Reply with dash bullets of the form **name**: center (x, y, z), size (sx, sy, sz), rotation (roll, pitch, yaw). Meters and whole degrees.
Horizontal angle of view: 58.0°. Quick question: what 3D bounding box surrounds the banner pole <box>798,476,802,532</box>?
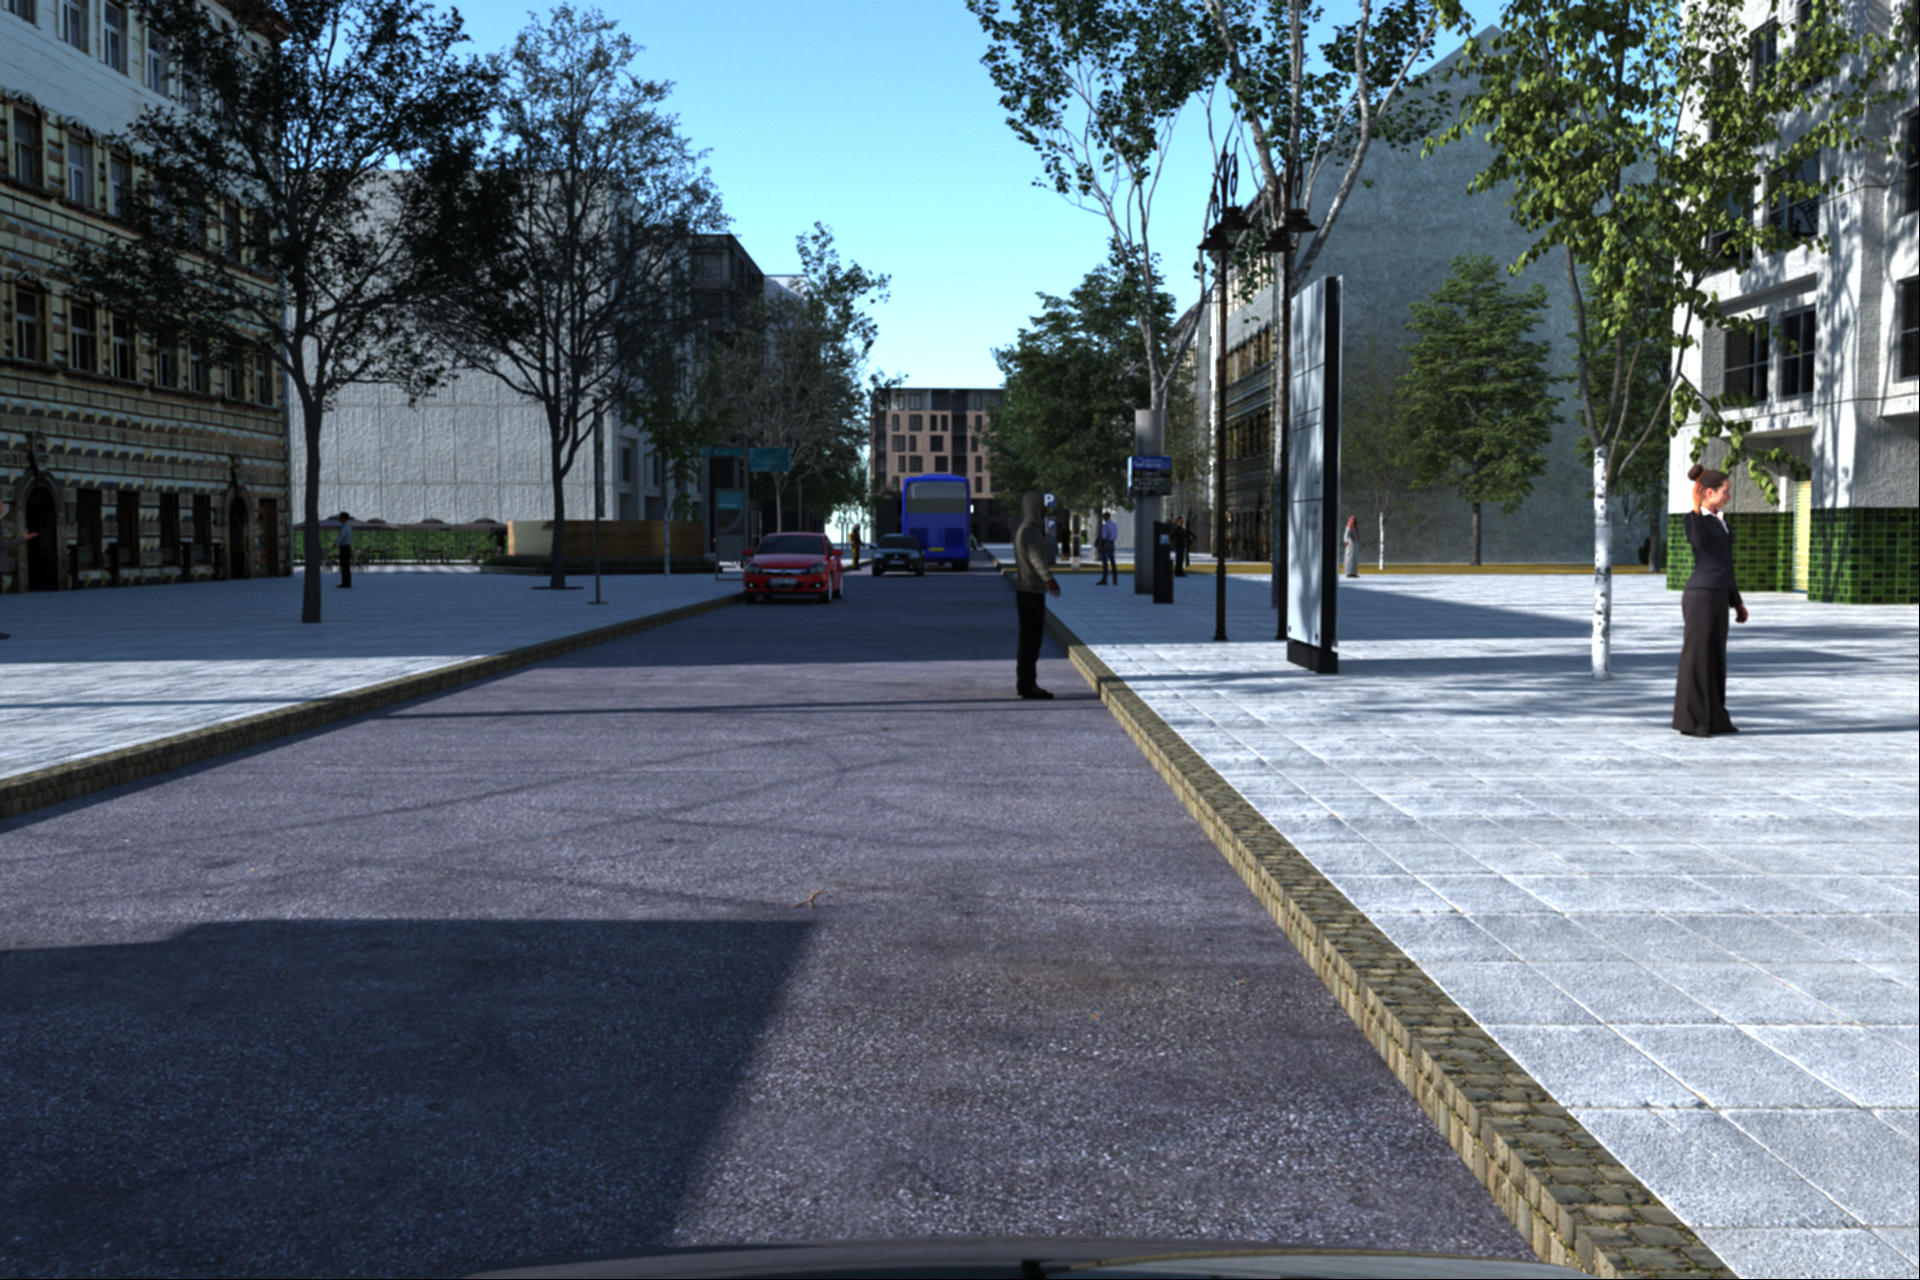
- **banner pole**: center (-6.878, -5.183, 74.752), size (0.401, 3.779, 0.863), rotation (0, 3, 0)

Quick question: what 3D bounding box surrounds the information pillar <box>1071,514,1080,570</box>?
- **information pillar**: center (4.173, -3.538, 62.341), size (0.304, 2.012, 0.304), rotation (0, 4, 0)

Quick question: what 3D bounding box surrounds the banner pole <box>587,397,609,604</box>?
- **banner pole**: center (-6.665, -2.570, 32.040), size (0.401, 3.779, 0.863), rotation (0, 4, 1)

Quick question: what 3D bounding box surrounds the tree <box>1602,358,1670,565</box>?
- **tree**: center (27.859, -7.479, 72.637), size (4.360, 8.622, 3.978), rotation (0, 3, 0)

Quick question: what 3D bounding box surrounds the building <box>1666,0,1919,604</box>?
- **building**: center (24.543, -9.612, 23.621), size (16.747, 18.905, 31.486), rotation (0, 4, 0)

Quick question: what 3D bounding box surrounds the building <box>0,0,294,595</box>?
- **building**: center (-29.425, -12.951, 42.685), size (19.493, 23.208, 18.063), rotation (0, 4, 0)

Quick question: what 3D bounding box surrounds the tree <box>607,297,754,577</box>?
- **tree**: center (-8.612, -6.219, 52.039), size (4.737, 8.622, 4.395), rotation (0, 3, 0)

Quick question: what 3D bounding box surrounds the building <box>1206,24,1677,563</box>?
- **building**: center (22.943, -15.495, 84.278), size (19.493, 23.208, 18.063), rotation (0, 3, 0)

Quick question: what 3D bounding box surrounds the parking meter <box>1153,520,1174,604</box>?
- **parking meter**: center (3.768, -1.447, 32.075), size (0.372, 1.533, 0.369), rotation (0, 3, 0)

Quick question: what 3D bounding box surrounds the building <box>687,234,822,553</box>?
- **building**: center (-25.942, -17.772, 134.545), size (27.936, 21.610, 32.646), rotation (0, 4, 0)

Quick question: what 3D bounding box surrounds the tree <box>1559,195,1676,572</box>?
- **tree**: center (23.788, -8.572, 58.279), size (7.486, 12.596, 7.792), rotation (0, 3, 0)

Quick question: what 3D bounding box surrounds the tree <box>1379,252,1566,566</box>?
- **tree**: center (20.962, -9.335, 70.751), size (7.486, 12.596, 7.792), rotation (0, 3, 0)

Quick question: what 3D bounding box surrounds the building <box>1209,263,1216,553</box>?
- **building**: center (21.587, -15.673, 112.667), size (16.016, 20.090, 11.380), rotation (0, 4, 1)

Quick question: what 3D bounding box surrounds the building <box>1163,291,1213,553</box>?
- **building**: center (25.126, -17.968, 124.711), size (19.493, 23.208, 18.063), rotation (0, 4, 0)

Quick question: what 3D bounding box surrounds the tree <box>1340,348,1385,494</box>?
- **tree**: center (14.020, -7.175, 67.673), size (4.360, 8.622, 3.978), rotation (0, 3, 0)

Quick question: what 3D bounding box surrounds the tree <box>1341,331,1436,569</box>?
- **tree**: center (15.399, -6.871, 62.710), size (4.360, 8.622, 3.978), rotation (0, 3, 0)

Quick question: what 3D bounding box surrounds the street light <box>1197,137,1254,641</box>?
- **street light**: center (3.146, -2.932, 20.733), size (0.468, 5.910, 1.993), rotation (0, 4, 0)

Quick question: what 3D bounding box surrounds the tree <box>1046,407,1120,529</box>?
- **tree**: center (5.870, -8.468, 88.818), size (4.360, 8.622, 3.978), rotation (0, 3, 0)

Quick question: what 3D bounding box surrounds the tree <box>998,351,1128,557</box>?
- **tree**: center (6.004, -10.521, 97.774), size (9.928, 11.665, 9.643), rotation (0, 3, 0)

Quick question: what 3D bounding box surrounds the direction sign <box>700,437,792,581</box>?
- **direction sign**: center (-5.887, -3.640, 48.273), size (2.525, 3.948, 1.411), rotation (0, 4, 0)

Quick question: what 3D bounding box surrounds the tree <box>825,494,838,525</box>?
- **tree**: center (-20.105, -20.061, 246.118), size (7.486, 12.596, 7.792), rotation (0, 3, 0)

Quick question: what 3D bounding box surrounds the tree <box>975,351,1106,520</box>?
- **tree**: center (6.172, -13.079, 120.504), size (9.857, 13.997, 8.962), rotation (0, 3, 0)

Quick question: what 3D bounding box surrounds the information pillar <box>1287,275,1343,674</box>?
- **information pillar**: center (3.385, -1.545, 16.584), size (0.184, 3.620, 1.656), rotation (0, 4, 0)

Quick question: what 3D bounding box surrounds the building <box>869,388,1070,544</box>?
- **building**: center (3.594, -24.776, 251.517), size (32.646, 21.610, 27.936), rotation (0, 4, -5)

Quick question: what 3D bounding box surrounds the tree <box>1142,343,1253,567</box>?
- **tree**: center (8.611, -7.134, 66.997), size (4.360, 8.622, 3.978), rotation (0, 3, 0)

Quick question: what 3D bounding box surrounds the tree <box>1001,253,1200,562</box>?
- **tree**: center (6.304, -10.598, 79.939), size (9.857, 13.997, 8.962), rotation (0, 3, 0)

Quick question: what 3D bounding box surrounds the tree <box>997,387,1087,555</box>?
- **tree**: center (5.904, -11.211, 109.062), size (9.928, 11.665, 9.643), rotation (0, 3, 0)

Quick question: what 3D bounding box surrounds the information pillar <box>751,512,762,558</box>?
- **information pillar**: center (-6.639, -3.181, 56.502), size (0.304, 2.012, 0.304), rotation (0, 4, 1)

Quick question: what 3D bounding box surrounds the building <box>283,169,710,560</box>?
- **building**: center (-25.281, -14.287, 100.049), size (16.747, 18.905, 31.486), rotation (0, 4, 0)

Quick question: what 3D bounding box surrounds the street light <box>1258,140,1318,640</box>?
- **street light**: center (3.922, -2.942, 20.885), size (0.468, 5.910, 1.993), rotation (0, 4, 1)

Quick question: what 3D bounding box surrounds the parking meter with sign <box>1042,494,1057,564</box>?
- **parking meter with sign**: center (3.844, -4.742, 73.792), size (0.543, 3.016, 1.738), rotation (0, 4, -1)

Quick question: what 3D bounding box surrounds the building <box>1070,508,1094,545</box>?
- **building**: center (23.074, -21.293, 214.589), size (16.747, 18.905, 31.486), rotation (0, 3, 0)

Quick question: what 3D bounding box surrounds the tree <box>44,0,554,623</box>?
- **tree**: center (-9.191, -5.546, 25.095), size (8.767, 10.594, 7.601), rotation (3, 4, 38)

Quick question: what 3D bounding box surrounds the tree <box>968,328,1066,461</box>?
- **tree**: center (7.205, -18.441, 157.402), size (12.611, 20.169, 13.585), rotation (0, 3, 0)

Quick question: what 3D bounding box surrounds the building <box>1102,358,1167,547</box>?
- **building**: center (23.578, -19.345, 182.741), size (16.747, 18.905, 31.486), rotation (0, 4, 1)

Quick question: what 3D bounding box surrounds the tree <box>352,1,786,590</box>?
- **tree**: center (-9.225, -7.923, 39.917), size (12.009, 13.543, 11.850), rotation (0, 3, 0)
